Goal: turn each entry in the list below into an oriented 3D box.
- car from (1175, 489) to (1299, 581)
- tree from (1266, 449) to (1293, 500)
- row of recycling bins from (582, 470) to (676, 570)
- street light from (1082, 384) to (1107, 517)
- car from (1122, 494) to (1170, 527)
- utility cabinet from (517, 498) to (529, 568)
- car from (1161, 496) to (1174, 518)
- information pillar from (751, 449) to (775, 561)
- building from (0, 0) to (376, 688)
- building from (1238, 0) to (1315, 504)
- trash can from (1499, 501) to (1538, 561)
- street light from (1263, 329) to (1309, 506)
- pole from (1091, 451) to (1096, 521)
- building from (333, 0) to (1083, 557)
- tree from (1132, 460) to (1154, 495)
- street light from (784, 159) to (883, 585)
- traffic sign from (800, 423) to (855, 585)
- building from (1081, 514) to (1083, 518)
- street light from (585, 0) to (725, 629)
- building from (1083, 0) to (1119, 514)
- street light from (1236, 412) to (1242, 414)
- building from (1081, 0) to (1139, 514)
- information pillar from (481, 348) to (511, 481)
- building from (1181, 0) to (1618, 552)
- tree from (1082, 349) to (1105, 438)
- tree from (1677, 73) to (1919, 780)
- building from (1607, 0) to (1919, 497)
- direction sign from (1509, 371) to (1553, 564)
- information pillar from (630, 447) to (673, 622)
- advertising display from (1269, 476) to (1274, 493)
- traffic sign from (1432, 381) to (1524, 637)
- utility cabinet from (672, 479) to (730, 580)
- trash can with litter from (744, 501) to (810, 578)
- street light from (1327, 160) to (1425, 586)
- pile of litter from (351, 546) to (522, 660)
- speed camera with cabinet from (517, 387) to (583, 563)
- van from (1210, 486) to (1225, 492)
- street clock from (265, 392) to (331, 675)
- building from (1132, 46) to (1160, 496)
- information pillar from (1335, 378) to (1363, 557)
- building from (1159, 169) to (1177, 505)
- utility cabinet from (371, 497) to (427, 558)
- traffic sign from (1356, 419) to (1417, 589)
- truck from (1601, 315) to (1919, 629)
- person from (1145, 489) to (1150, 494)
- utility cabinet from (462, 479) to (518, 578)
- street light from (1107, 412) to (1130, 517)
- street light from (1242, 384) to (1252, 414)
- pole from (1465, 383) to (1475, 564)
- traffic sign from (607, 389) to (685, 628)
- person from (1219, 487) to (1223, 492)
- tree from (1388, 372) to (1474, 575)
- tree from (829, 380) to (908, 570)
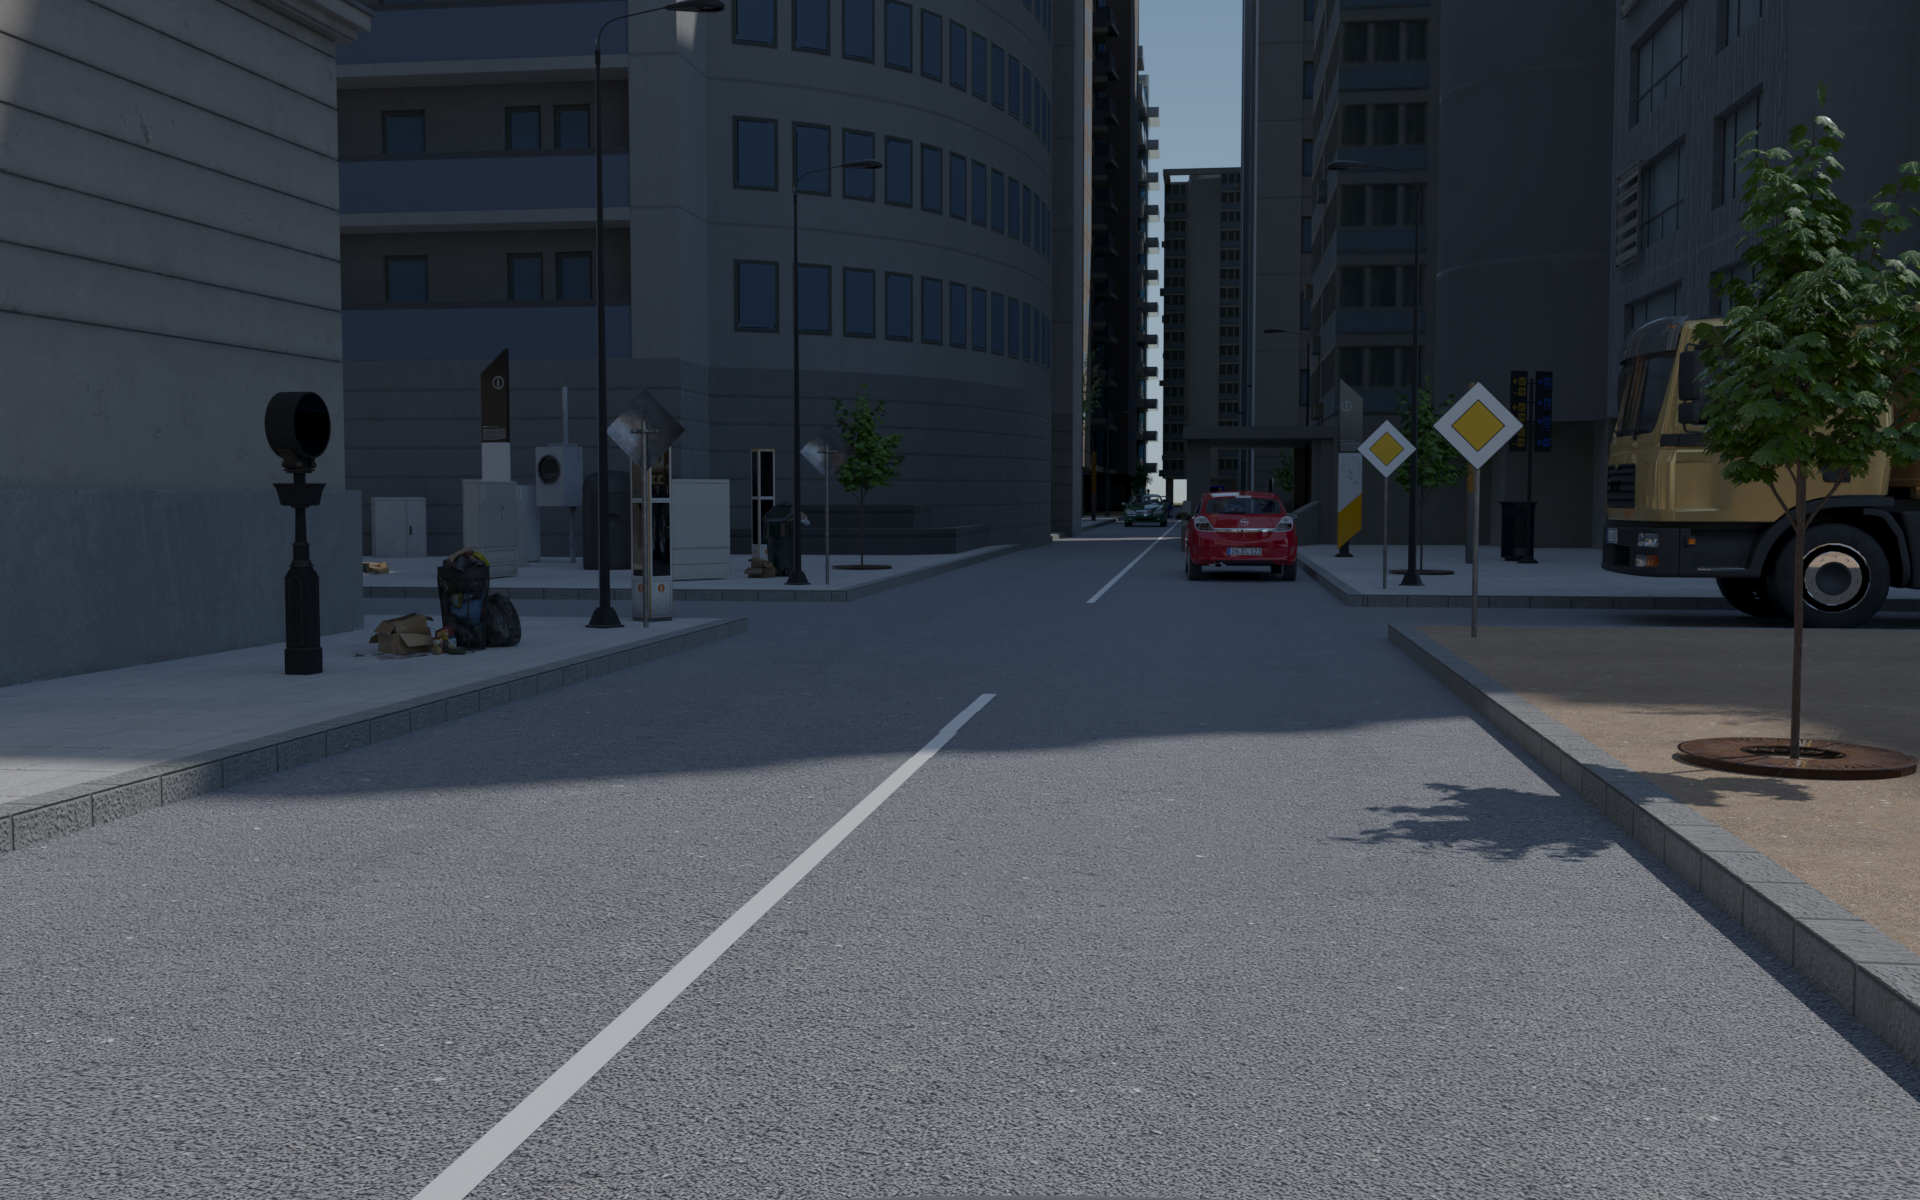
[{"bbox_3d":[4.829,-1.288,30.091,2.155,1.783,4.494,0,4,6],"label":"car"},{"bbox_3d":[12.709,-4.359,65.870,1.663,3.219,1.824,0,3,0],"label":"tree"},{"bbox_3d":[-5.862,-1.450,30.819,1.069,1.692,3.534,0,4,8],"label":"row of recycling bins"},{"bbox_3d":[5.361,-6.177,73.537,1.470,5.913,1.316,1,4,8],"label":"street light"},{"bbox_3d":[8.300,-4.001,77.216,2.131,1.459,4.920,0,4,8],"label":"car"},{"bbox_3d":[-7.949,-1.191,30.629,0.306,1.237,1.020,-2,4,-35],"label":"utility cabinet"},{"bbox_3d":[11.900,-5.605,104.215,1.945,1.354,3.894,1,4,10],"label":"car"},{"bbox_3d":[-3.232,-1.466,28.458,0.304,2.012,0.304,-2,4,-31],"label":"information pillar"},{"bbox_3d":[-17.536,-13.674,10.965,23.554,28.519,14.401,1,4,8],"label":"building"},{"bbox_3d":[36.001,-37.594,156.661,21.231,58.520,28.212,1,4,8],"label":"building"},{"bbox_3d":[10.670,-1.314,33.135,0.748,1.137,0.748,0,3,0],"label":"trash can"},{"bbox_3d":[9.220,-4.660,48.736,1.470,5.913,1.316,1,4,8],"label":"street light"},{"bbox_3d":[6.407,-5.447,82.901,0.158,3.312,0.155,0,3,0],"label":"pole"},{"bbox_3d":[-8.055,-30.920,47.533,21.231,58.520,28.212,1,4,8],"label":"building"},{"bbox_3d":[14.810,-10.068,148.327,4.285,4.588,4.351,0,3,0],"label":"tree"},{"bbox_3d":[-1.767,-3.164,24.268,1.470,5.913,1.316,1,4,8],"label":"street light"},{"bbox_3d":[-1.876,-1.274,24.467,0.795,2.450,0.064,1,4,8],"label":"traffic sign"},{"bbox_3d":[-0.744,-26.732,87.176,14.600,45.320,14.200,1,4,8],"label":"building"},{"bbox_3d":[-2.888,-2.684,16.429,1.470,5.913,1.316,1,4,8],"label":"street light"},{"bbox_3d":[-1.047,-28.110,114.226,22.147,44.769,28.867,1,4,8],"label":"building"},{"bbox_3d":[16.252,-7.657,97.730,1.470,5.913,1.316,1,4,8],"label":"street light"},{"bbox_3d":[6.615,-29.646,134.826,14.600,45.320,14.200,1,4,8],"label":"building"},{"bbox_3d":[-7.459,-2.235,27.900,0.504,3.616,0.183,1,4,17],"label":"information pillar"},{"bbox_3d":[22.409,-21.674,46.251,32.217,40.220,23.993,1,4,8],"label":"building"},{"bbox_3d":[3.615,-7.307,69.838,4.737,8.622,4.395,0,3,0],"label":"tree"},{"bbox_3d":[3.898,-0.824,8.071,1.663,3.219,1.824,0,3,0],"label":"tree"},{"bbox_3d":[19.295,-21.018,27.231,14.086,41.232,14.154,1,4,8],"label":"building"},{"bbox_3d":[10.518,-2.445,31.970,0.876,3.537,0.379,-1,4,-16],"label":"direction sign"},{"bbox_3d":[-3.116,-0.795,17.488,0.304,2.012,0.304,3,5,40],"label":"information pillar"},{"bbox_3d":[11.429,-3.568,63.558,0.123,1.923,0.974,1,4,15],"label":"advertising display"},{"bbox_3d":[4.602,-0.722,15.452,0.795,2.450,0.064,1,4,8],"label":"traffic sign"},{"bbox_3d":[-4.000,-1.044,25.755,1.173,1.500,0.318,-3,5,-41],"label":"utility cabinet"},{"bbox_3d":[-2.839,-0.939,26.747,0.624,1.170,1.055,2,4,28],"label":"trash can with litter"},{"bbox_3d":[5.809,-3.161,24.223,1.470,5.913,1.316,1,4,8],"label":"street light"},{"bbox_3d":[-4.323,-0.019,14.277,1.176,0.858,1.719,2,4,34],"label":"pile of litter"},{"bbox_3d":[-7.982,-2.318,32.230,2.038,3.252,0.660,2,4,29],"label":"speed camera with cabinet"},{"bbox_3d":[18.487,-7.517,127.294,2.240,2.365,5.245,0,4,6],"label":"van"},{"bbox_3d":[-4.683,-0.473,12.303,0.358,2.002,0.471,1,4,12],"label":"street clock"},{"bbox_3d":[7.038,-35.164,194.546,30.456,49.044,23.786,1,4,8],"label":"building"},{"bbox_3d":[7.896,-2.677,35.125,0.504,3.616,0.183,0,4,-1],"label":"information pillar"},{"bbox_3d":[34.651,-30.755,194.727,23.993,40.220,32.217,1,4,8],"label":"building"},{"bbox_3d":[-11.293,-1.451,34.880,1.020,1.237,0.306,-2,4,-31],"label":"utility cabinet"},{"bbox_3d":[5.738,-1.206,23.356,0.795,2.450,0.064,1,4,8],"label":"traffic sign"},{"bbox_3d":[11.320,-1.392,18.685,9.791,3.379,3.469,1,4,10],"label":"truck"},{"bbox_3d":[10.964,-5.554,100.094,0.721,1.735,1.217,0,4,-1],"label":"person"},{"bbox_3d":[-7.120,-1.079,26.327,0.318,1.500,1.173,1,4,12],"label":"utility cabinet"},{"bbox_3d":[8.911,-7.675,98.030,1.470,5.913,1.316,1,4,8],"label":"street light"},{"bbox_3d":[12.786,-6.158,73.226,1.470,5.913,1.316,1,4,8],"label":"street light"},{"bbox_3d":[9.404,-2.322,31.802,0.158,3.312,0.155,0,3,0],"label":"pole"},{"bbox_3d":[-3.011,-0.790,16.562,0.795,2.450,0.064,1,4,8],"label":"traffic sign"},{"bbox_3d":[13.710,-5.067,91.446,0.694,1.812,0.767,2,4,26],"label":"person"},{"bbox_3d":[7.404,-2.020,27.625,1.663,3.219,1.824,0,3,0],"label":"tree"},{"bbox_3d":[-1.623,-2.137,29.534,1.663,3.219,1.824,0,3,0],"label":"tree"}]
